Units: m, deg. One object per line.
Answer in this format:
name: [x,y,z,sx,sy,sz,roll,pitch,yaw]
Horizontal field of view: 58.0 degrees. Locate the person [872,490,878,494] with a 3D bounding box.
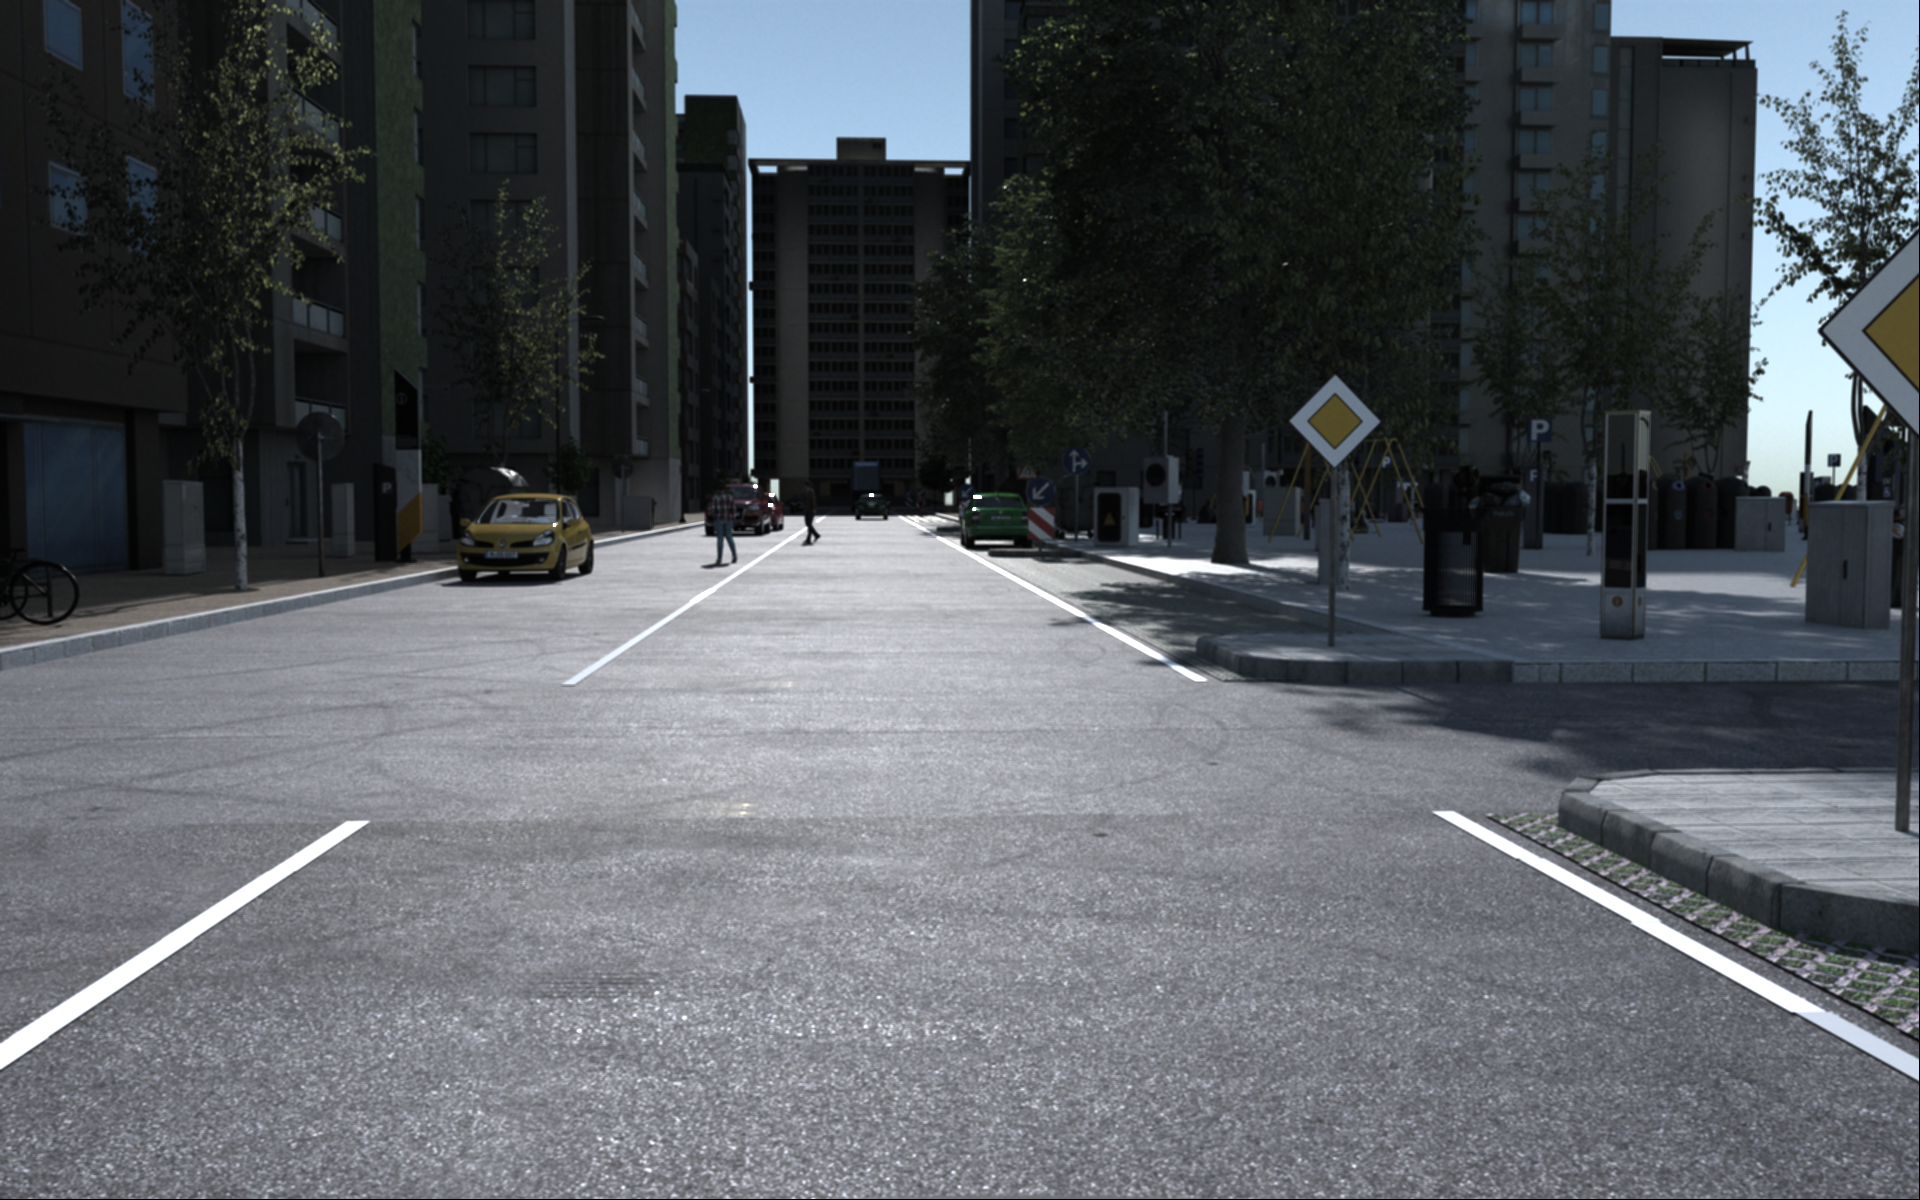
person: [-5.902,-6.903,122.171,0.445,1.727,0.742,1,4,17]

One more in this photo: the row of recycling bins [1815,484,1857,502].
row of recycling bins: [35.586,-3.791,69.095,3.534,1.692,1.069,-2,4,-24]

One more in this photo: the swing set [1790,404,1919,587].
swing set: [12.770,-1.506,22.238,2.862,2.851,3.119,0,4,5]

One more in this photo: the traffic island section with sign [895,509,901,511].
traffic island section with sign: [-4.361,-8.233,143.236,1.989,1.847,2.006,0,4,-3]

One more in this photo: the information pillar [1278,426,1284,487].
information pillar: [10.932,-4.143,59.099,0.183,3.616,0.504,0,4,-2]

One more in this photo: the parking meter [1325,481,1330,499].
parking meter: [16.869,-4.484,79.025,0.399,1.863,0.255,-2,4,-33]

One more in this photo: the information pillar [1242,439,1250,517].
information pillar: [10.210,-4.357,62.598,0.504,3.616,0.183,-1,4,-12]

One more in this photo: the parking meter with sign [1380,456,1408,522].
parking meter with sign: [19.858,-5.061,79.000,0.543,3.016,1.738,-1,4,-19]

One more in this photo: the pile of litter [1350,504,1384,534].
pile of litter: [12.850,-2.611,56.659,1.719,0.858,1.176,0,4,2]

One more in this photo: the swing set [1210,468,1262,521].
swing set: [12.827,-5.043,80.072,2.862,2.851,3.119,0,4,-2]

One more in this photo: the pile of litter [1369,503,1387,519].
pile of litter: [21.023,-4.588,88.979,1.719,0.858,1.176,2,4,23]

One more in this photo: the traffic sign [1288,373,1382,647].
traffic sign: [3.122,-0.665,14.510,0.795,2.450,0.064,0,4,-3]

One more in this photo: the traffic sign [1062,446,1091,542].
traffic sign: [3.122,-2.834,46.442,0.768,2.556,0.104,0,4,5]

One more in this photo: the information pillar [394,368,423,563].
information pillar: [-10.313,-2.508,32.366,0.504,3.616,0.183,1,4,13]

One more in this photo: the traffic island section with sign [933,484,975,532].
traffic island section with sign: [0.106,-3.550,66.675,1.989,1.847,2.006,0,4,-3]

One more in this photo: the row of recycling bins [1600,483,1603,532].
row of recycling bins: [22.282,-3.113,58.004,1.069,1.692,3.534,-2,4,-24]

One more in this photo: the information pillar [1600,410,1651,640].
information pillar: [5.890,-0.663,15.339,0.304,2.012,0.304,3,5,40]

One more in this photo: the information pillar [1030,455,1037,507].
information pillar: [2.739,-4.503,64.973,0.183,3.616,0.504,-1,4,-19]

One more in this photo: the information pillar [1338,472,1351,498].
information pillar: [12.864,-3.277,58.064,0.304,2.012,0.304,-3,5,-42]

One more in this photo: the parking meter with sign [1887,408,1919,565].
parking meter with sign: [17.176,-2.139,31.241,0.543,3.016,1.738,3,5,40]

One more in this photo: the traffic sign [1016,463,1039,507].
traffic sign: [2.479,-3.876,63.384,0.884,2.594,0.081,0,4,2]

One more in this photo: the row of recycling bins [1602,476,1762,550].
row of recycling bins: [16.834,-2.035,40.384,3.534,1.692,1.069,-1,4,-21]

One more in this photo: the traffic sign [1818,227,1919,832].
traffic sign: [3.587,-0.177,6.538,0.795,2.450,0.064,0,4,-3]

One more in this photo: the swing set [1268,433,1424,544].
swing set: [10.139,-2.912,45.238,2.862,2.851,3.119,-2,4,-25]

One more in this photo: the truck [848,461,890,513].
truck: [-7.212,-9.004,136.967,2.967,4.110,18.799,0,4,-5]

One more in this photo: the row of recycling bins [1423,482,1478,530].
row of recycling bins: [18.064,-3.349,61.866,3.534,1.692,1.069,-2,4,-28]

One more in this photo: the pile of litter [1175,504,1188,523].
pile of litter: [9.763,-3.926,78.161,1.176,0.858,1.719,1,4,19]

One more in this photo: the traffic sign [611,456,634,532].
traffic sign: [-11.291,-3.540,57.977,0.768,2.556,0.104,0,4,0]

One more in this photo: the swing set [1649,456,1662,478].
swing set: [28.181,-4.488,71.001,2.862,2.851,3.119,2,4,25]

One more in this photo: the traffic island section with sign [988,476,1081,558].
traffic island section with sign: [1.668,-1.904,39.765,1.989,1.847,2.006,0,4,-3]

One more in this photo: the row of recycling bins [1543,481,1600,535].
row of recycling bins: [19.746,-3.027,56.610,1.069,1.692,3.534,0,4,4]

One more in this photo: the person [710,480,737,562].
person: [-4.976,-1.657,36.428,0.563,1.720,0.643,-2,4,-27]

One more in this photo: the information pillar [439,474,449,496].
information pillar: [-18.496,-3.525,62.120,0.304,2.012,0.304,0,4,-4]

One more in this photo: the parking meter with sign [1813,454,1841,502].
parking meter with sign: [37.433,-4.833,75.274,1.738,3.016,0.543,-2,4,-28]

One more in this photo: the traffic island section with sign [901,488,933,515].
traffic island section with sign: [-2.777,-6.578,116.171,1.989,1.847,2.006,0,4,-3]

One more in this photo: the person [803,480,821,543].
person: [-4.452,-2.629,51.393,0.656,1.842,0.836,2,4,34]

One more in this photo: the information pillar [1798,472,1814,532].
information pillar: [28.361,-3.276,58.059,0.304,2.012,0.304,0,4,-7]

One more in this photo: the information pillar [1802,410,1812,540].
information pillar: [23.682,-3.488,48.388,0.183,3.616,0.504,2,4,34]

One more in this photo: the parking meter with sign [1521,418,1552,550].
parking meter with sign: [13.467,-2.713,40.625,0.543,3.016,1.738,1,4,12]

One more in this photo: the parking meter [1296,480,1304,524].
parking meter: [14.478,-4.148,73.524,0.399,1.863,0.255,-1,4,-14]

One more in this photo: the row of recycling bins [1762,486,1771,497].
row of recycling bins: [39.902,-4.980,88.532,1.069,1.692,3.534,-2,4,-25]

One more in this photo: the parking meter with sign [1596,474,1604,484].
parking meter with sign: [24.251,-4.206,65.031,0.543,3.016,1.738,-2,4,-35]

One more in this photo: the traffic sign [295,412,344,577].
traffic sign: [-9.919,-1.635,26.838,0.768,2.556,0.104,0,4,2]

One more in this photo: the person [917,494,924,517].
person: [-2.438,-5.913,108.415,0.421,1.427,0.697,1,4,13]

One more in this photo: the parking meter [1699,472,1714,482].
parking meter: [19.688,-2.445,45.694,0.399,1.863,0.255,2,4,29]
